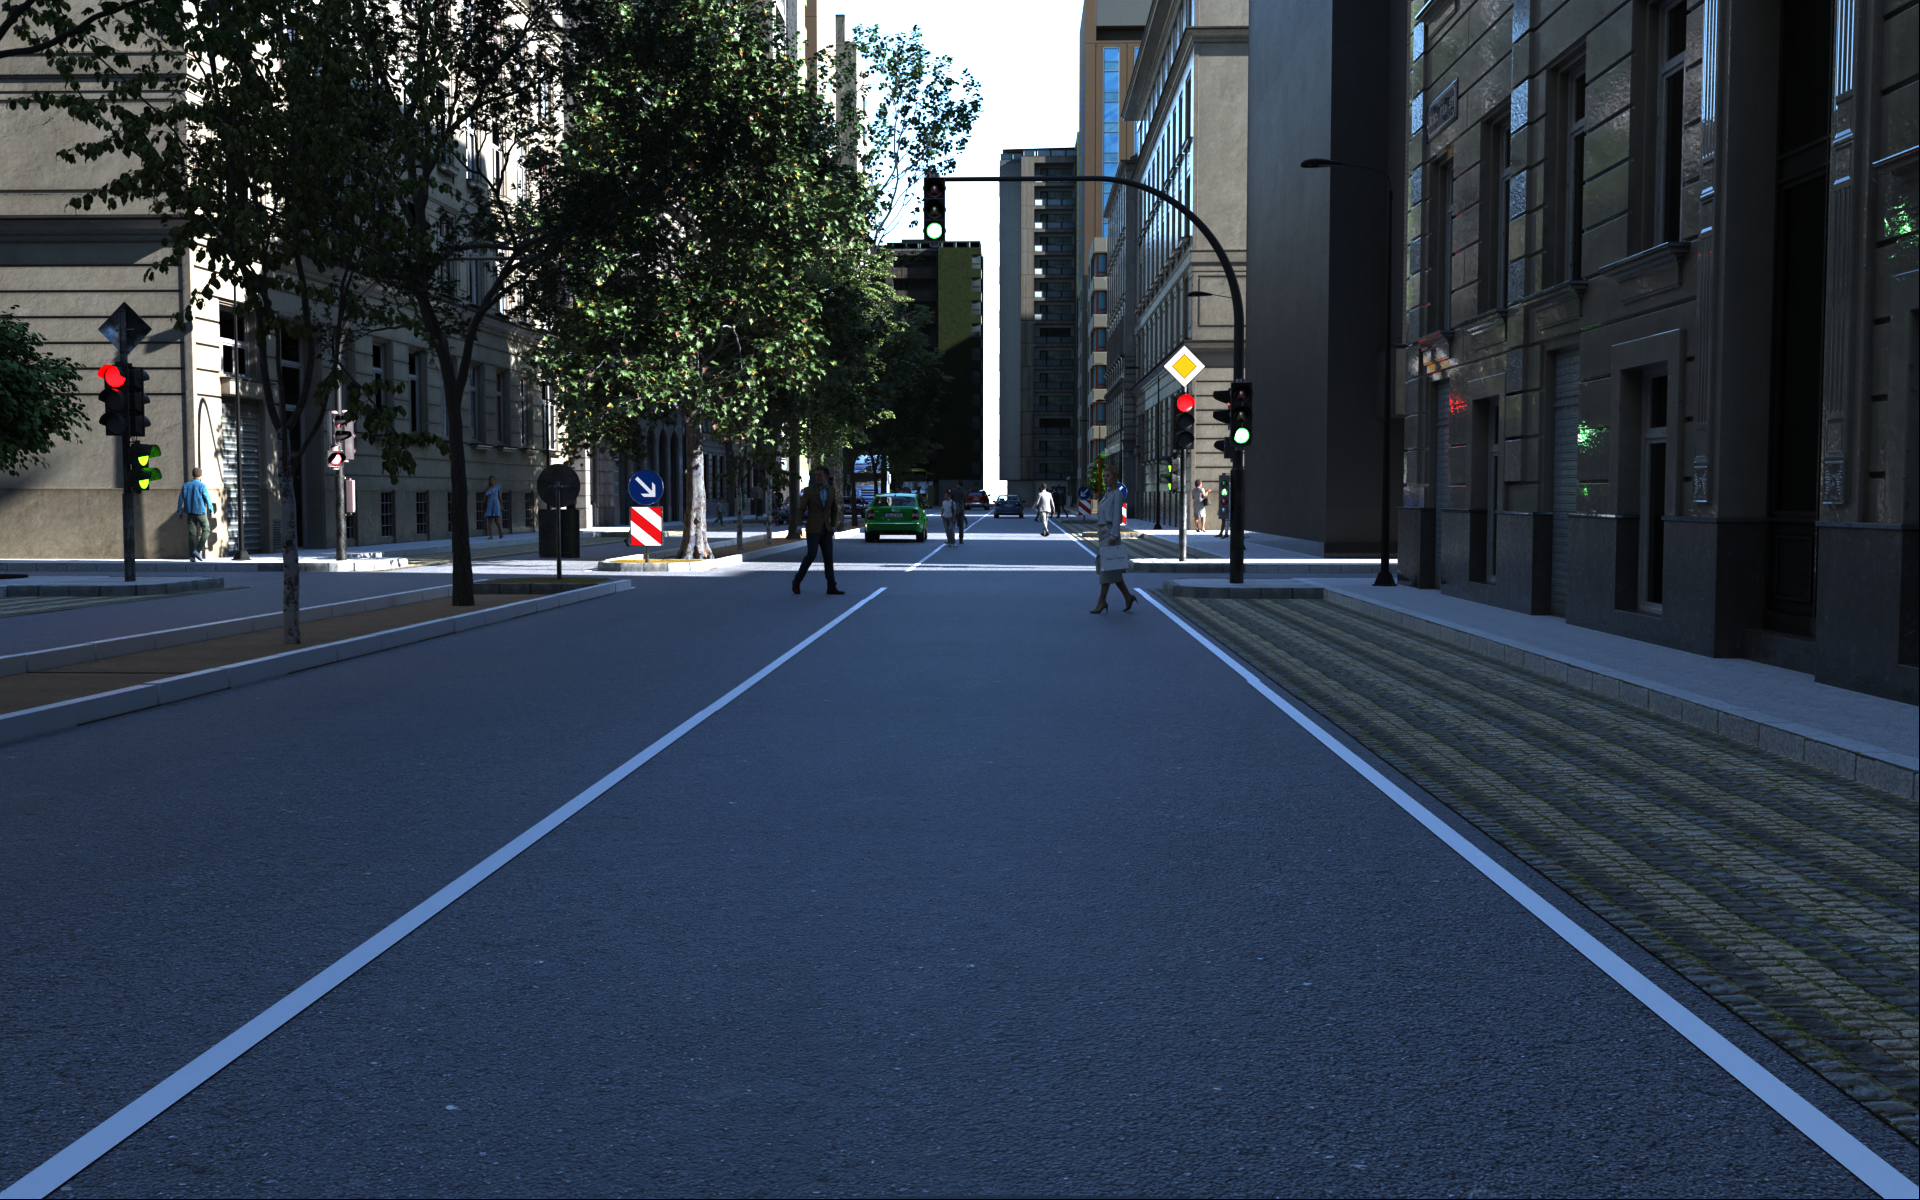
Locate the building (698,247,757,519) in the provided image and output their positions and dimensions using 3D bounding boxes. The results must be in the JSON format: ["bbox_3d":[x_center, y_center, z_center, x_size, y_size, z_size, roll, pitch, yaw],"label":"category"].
[{"bbox_3d":[-17.534,-14.203,96.841,10.561,19.102,19.286,0,4,2],"label":"building"}]

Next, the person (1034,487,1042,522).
[{"bbox_3d":[4.157,-4.967,89.985,0.850,1.792,0.678,3,5,45],"label":"person"}]

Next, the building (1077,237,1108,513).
[{"bbox_3d":[23.259,-17.483,130.878,27.650,21.520,28.899,0,4,2],"label":"building"}]

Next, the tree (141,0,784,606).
[{"bbox_3d":[-6.320,-5.218,22.185,8.767,10.594,7.601,0,4,2],"label":"tree"}]

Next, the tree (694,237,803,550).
[{"bbox_3d":[-5.596,-5.563,43.779,4.737,8.622,4.395,0,3,0],"label":"tree"}]

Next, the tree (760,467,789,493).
[{"bbox_3d":[-11.608,-6.935,107.984,1.663,3.219,1.824,0,3,0],"label":"tree"}]

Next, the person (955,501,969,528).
[{"bbox_3d":[0.045,-3.888,72.661,0.643,1.750,0.593,3,5,43],"label":"person"}]

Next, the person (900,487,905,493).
[{"bbox_3d":[-3.420,-5.650,100.736,0.638,1.841,0.748,1,4,10],"label":"person"}]

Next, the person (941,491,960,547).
[{"bbox_3d":[-0.262,-2.189,46.883,0.503,1.515,0.523,0,4,-2],"label":"person"}]

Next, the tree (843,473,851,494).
[{"bbox_3d":[-10.543,-10.227,161.820,1.663,3.219,1.824,0,3,0],"label":"tree"}]

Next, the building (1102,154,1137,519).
[{"bbox_3d":[13.448,-15.268,98.790,9.793,20.994,18.267,0,4,2],"label":"building"}]

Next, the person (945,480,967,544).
[{"bbox_3d":[-0.121,-2.549,49.984,0.655,1.846,0.447,-1,4,-17],"label":"person"}]

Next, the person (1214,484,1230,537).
[{"bbox_3d":[7.899,-2.752,51.139,0.778,1.811,0.616,2,4,29],"label":"person"}]

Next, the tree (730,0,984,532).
[{"bbox_3d":[-5.808,-12.712,66.194,12.611,20.169,13.585,0,3,0],"label":"tree"}]

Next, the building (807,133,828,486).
[{"bbox_3d":[-17.776,-21.937,130.363,14.160,30.474,14.107,0,4,2],"label":"building"}]

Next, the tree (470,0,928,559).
[{"bbox_3d":[-5.602,-7.151,36.391,9.611,12.733,9.660,0,3,0],"label":"tree"}]

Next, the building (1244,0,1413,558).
[{"bbox_3d":[19.371,-15.011,38.932,24.014,27.812,14.314,0,4,2],"label":"building"}]

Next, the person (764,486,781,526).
[{"bbox_3d":[-8.411,-4.227,77.704,0.778,1.811,0.616,-1,4,-19],"label":"person"}]

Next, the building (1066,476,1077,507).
[{"bbox_3d":[26.881,-29.311,171.109,32.217,40.220,23.993,0,4,2],"label":"building"}]

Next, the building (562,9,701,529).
[{"bbox_3d":[-19.275,-14.261,74.969,13.314,21.916,24.055,0,4,2],"label":"building"}]

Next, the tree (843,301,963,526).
[{"bbox_3d":[-3.990,-9.018,84.311,8.767,10.594,7.601,0,4,2],"label":"tree"}]

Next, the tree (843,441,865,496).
[{"bbox_3d":[-10.343,-12.539,155.378,4.737,8.622,4.395,0,3,0],"label":"tree"}]

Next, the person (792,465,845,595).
[{"bbox_3d":[-2.054,-0.998,24.721,0.836,1.842,0.656,2,4,24],"label":"person"}]

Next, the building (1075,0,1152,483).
[{"bbox_3d":[17.573,-30.708,152.183,14.600,45.320,14.200,0,4,2],"label":"building"}]

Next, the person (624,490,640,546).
[{"bbox_3d":[-9.023,-2.390,47.605,0.654,1.822,0.581,-3,5,-42],"label":"person"}]

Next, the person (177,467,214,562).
[{"bbox_3d":[-14.442,-1.610,32.717,0.601,1.785,0.444,0,4,6],"label":"person"}]

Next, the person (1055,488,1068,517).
[{"bbox_3d":[6.201,-5.973,106.124,0.822,1.834,0.622,3,5,44],"label":"person"}]

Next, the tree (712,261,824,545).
[{"bbox_3d":[-5.345,-5.847,48.413,4.360,8.622,3.978,0,3,0],"label":"tree"}]

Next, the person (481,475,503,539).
[{"bbox_3d":[-13.304,-2.638,49.270,0.616,1.811,0.778,1,4,8],"label":"person"}]

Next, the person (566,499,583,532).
[{"bbox_3d":[-13.000,-3.230,58.210,0.474,1.900,0.648,-2,4,-30],"label":"person"}]

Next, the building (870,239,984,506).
[{"bbox_3d":[-4.273,-26.146,199.191,14.107,30.474,14.160,0,4,2],"label":"building"}]

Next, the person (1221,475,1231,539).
[{"bbox_3d":[7.832,-2.674,49.646,0.514,1.842,0.818,-3,5,-44],"label":"person"}]

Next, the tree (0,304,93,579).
[{"bbox_3d":[-15.125,-2.604,26.295,4.285,4.588,4.351,0,3,0],"label":"tree"}]

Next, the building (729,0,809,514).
[{"bbox_3d":[-17.964,-26.406,115.341,14.154,41.232,14.086,0,4,2],"label":"building"}]

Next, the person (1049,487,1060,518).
[{"bbox_3d":[5.606,-5.787,102.889,0.659,1.850,0.755,-3,5,-39],"label":"person"}]

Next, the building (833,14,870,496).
[{"bbox_3d":[-20.373,-33.642,173.753,21.600,48.544,21.300,0,4,2],"label":"building"}]

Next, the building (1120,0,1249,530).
[{"bbox_3d":[15.833,-14.755,74.524,16.112,22.955,30.059,0,4,2],"label":"building"}]

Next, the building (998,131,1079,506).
[{"bbox_3d":[11.421,-31.496,198.548,14.086,41.232,14.154,0,4,2],"label":"building"}]

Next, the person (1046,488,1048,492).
[{"bbox_3d":[5.281,-5.909,105.462,0.601,1.785,0.444,0,4,6],"label":"person"}]

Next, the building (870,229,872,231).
[{"bbox_3d":[-23.046,-31.553,207.771,23.993,40.220,32.217,0,4,2],"label":"building"}]

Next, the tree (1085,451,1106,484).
[{"bbox_3d":[9.939,-7.989,114.333,4.285,4.588,4.351,0,3,0],"label":"tree"}]

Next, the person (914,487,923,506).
[{"bbox_3d":[-1.957,-4.644,84.696,0.520,1.790,0.573,2,4,33],"label":"person"}]

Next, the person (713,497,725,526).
[{"bbox_3d":[-10.737,-3.937,77.115,0.590,1.304,0.306,-1,4,-17],"label":"person"}]

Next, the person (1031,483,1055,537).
[{"bbox_3d":[2.848,-3.048,58.605,0.678,1.792,0.850,-2,4,-25],"label":"person"}]

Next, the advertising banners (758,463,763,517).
[{"bbox_3d":[-11.287,-6.217,97.834,0.090,3.025,2.074,0,4,1],"label":"advertising banners"}]

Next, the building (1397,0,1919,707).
[{"bbox_3d":[11.495,-13.113,11.658,12.463,27.353,25.104,0,4,2],"label":"building"}]

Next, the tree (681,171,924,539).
[{"bbox_3d":[-5.327,-8.202,54.685,7.486,12.596,7.792,0,3,0],"label":"tree"}]

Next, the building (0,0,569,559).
[{"bbox_3d":[-21.771,-13.120,47.800,16.112,22.955,30.059,0,4,2],"label":"building"}]

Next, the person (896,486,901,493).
[{"bbox_3d":[-2.722,-4.063,75.107,0.511,1.800,0.466,2,4,30],"label":"person"}]

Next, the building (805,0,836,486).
[{"bbox_3d":[-17.926,-30.238,144.510,14.600,45.320,14.200,0,4,2],"label":"building"}]

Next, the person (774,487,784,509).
[{"bbox_3d":[-10.261,-5.461,97.559,0.659,1.850,0.755,0,4,-5],"label":"person"}]

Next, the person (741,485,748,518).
[{"bbox_3d":[-11.835,-5.338,93.570,0.600,1.795,0.529,2,4,32],"label":"person"}]

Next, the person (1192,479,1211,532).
[{"bbox_3d":[8.145,-3.164,58.129,0.716,1.782,0.532,3,5,42],"label":"person"}]

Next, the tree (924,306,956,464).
[{"bbox_3d":[-4.137,-10.477,91.888,7.486,12.596,7.792,0,3,0],"label":"tree"}]

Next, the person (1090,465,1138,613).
[{"bbox_3d":[1.863,-0.736,20.881,0.624,1.780,0.694,0,4,-2],"label":"person"}]

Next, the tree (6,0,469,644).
[{"bbox_3d":[-6.323,-3.863,15.984,4.737,8.622,4.395,0,3,0],"label":"tree"}]
